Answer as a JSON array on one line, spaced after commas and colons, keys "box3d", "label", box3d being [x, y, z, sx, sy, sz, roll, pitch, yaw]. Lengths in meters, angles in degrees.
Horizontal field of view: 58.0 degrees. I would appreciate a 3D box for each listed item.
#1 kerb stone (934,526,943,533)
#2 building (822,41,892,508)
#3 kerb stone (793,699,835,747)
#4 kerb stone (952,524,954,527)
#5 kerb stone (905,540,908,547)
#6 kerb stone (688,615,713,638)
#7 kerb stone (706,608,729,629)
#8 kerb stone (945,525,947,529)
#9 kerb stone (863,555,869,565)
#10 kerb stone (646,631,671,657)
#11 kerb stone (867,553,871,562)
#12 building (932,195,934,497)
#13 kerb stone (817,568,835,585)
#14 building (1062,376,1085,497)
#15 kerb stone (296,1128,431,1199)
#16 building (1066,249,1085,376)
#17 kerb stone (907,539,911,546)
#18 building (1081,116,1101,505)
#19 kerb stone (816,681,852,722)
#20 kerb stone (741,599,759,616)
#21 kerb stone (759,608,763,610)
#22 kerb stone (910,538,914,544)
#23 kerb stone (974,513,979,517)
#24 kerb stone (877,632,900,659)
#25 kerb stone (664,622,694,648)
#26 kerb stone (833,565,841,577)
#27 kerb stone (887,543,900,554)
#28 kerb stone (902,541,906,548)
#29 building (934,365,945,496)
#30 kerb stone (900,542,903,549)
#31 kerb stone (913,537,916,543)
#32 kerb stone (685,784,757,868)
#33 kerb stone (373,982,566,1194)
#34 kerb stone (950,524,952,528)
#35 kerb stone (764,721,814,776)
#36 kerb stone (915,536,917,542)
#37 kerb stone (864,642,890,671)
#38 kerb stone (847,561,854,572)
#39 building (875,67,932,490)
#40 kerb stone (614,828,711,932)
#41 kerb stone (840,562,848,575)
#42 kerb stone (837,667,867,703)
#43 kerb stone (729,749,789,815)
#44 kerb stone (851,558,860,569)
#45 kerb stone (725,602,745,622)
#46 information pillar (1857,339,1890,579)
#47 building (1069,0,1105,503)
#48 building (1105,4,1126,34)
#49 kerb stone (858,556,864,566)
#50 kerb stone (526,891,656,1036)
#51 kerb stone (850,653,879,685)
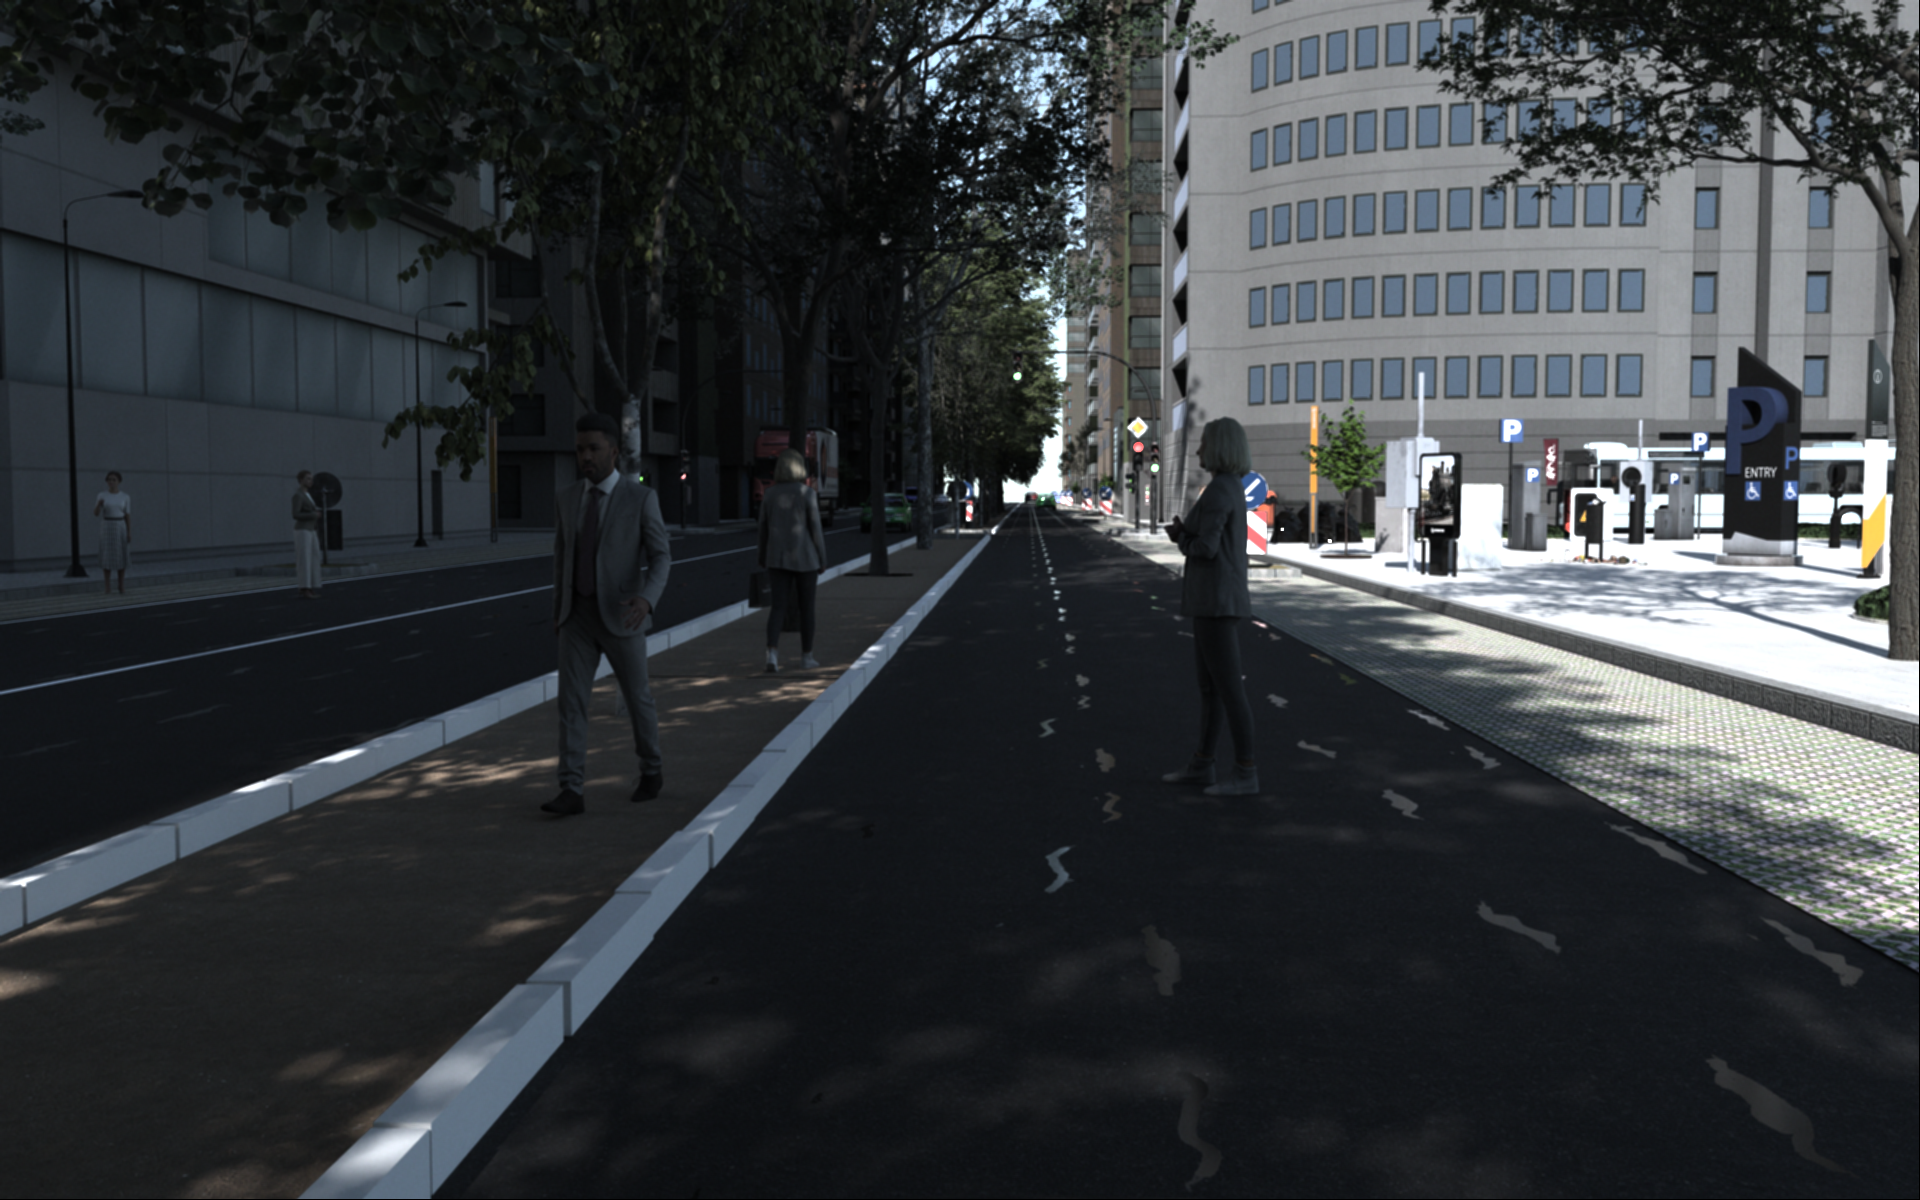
[{"box3d": [-0.817, -2.565, 64.141, 0.120, 0.150, 1.000, 0, 4, 2], "label": "kerb stone"}, {"box3d": [-18.827, -32.249, 181.903, 22.147, 44.769, 28.867, 0, 4, 2], "label": "building"}, {"box3d": [-0.869, 0.734, 10.212, 0.120, 0.150, 1.000, 0, 4, 2], "label": "kerb stone"}, {"box3d": [-0.457, -3.128, 73.343, 0.120, 0.150, 1.000, 0, 4, 2], "label": "kerb stone"}, {"box3d": [-1.538, -1.462, 46.175, 0.120, 0.150, 1.000, 0, 4, 2], "label": "kerb stone"}, {"box3d": [-2.677, 0.287, 17.507, 0.120, 0.150, 1.000, 0, 4, 2], "label": "kerb stone"}, {"box3d": [-2.640, 0.224, 18.530, 0.120, 0.150, 1.000, 0, 4, 2], "label": "kerb stone"}, {"box3d": [-0.701, -2.753, 67.213, 0.120, 0.150, 1.000, 0, 4, 2], "label": "kerb stone"}, {"box3d": [-1.984, -0.773, 34.909, 0.120, 0.150, 1.000, 0, 4, 2], "label": "kerb stone"}, {"box3d": [-2.768, 0.415, 15.459, 0.120, 0.150, 1.000, 0, 4, 2], "label": "kerb stone"}, {"box3d": [-1.951, -0.835, 35.932, 0.120, 0.150, 1.000, 0, 4, 2], "label": "kerb stone"}, {"box3d": [-15.227, -44.242, 265.363, 21.231, 58.520, 28.212, 0, 4, 2], "label": "building"}, {"box3d": [-2.231, -0.399, 28.778, 0.120, 0.150, 1.000, 0, 4, 2], "label": "kerb stone"}, {"box3d": [29.875, -25.879, 268.158, 27.650, 21.520, 28.899, 0, 4, 2], "label": "building"}, {"box3d": [-1.154, 1.175, 3.014, 0.120, 0.150, 1.000, 0, 4, 2], "label": "kerb stone"}, {"box3d": [24.748, -37.064, 289.591, 14.154, 41.232, 14.086, 0, 4, 2], "label": "building"}, {"box3d": [-1.494, -1.528, 47.203, 0.120, 0.150, 1.000, 0, 4, 2], "label": "kerb stone"}, {"box3d": [26.082, -35.356, 197.684, 23.786, 49.044, 30.456, 0, 4, 2], "label": "building"}, {"box3d": [-0.828, 0.671, 11.236, 0.120, 0.150, 1.000, 0, 4, 2], "label": "kerb stone"}, {"box3d": [-2.552, 0.099, 20.584, 0.120, 0.150, 1.000, 0, 4, 2], "label": "kerb stone"}, {"box3d": [-2.512, 0.040, 21.606, 0.120, 0.150, 1.000, 0, 4, 2], "label": "kerb stone"}, {"box3d": [-1.452, -1.592, 48.232, 0.120, 0.150, 1.000, 0, 4, 2], "label": "kerb stone"}, {"box3d": [1.172, -5.631, 114.328, 0.120, 0.150, 1.000, 0, 4, 2], "label": "kerb stone"}, {"box3d": [-0.654, 0.422, 15.332, 0.120, 0.150, 1.000, 0, 4, 2], "label": "kerb stone"}, {"box3d": [-2.718, 0.349, 16.486, 0.120, 0.150, 1.000, 0, 4, 2], "label": "kerb stone"}, {"box3d": [-2.197, -0.461, 29.800, 0.120, 0.150, 1.000, 0, 4, 2], "label": "kerb stone"}, {"box3d": [-1.658, -1.278, 43.096, 0.120, 0.150, 1.000, 0, 4, 2], "label": "kerb stone"}, {"box3d": [-1.566, -1.404, 45.146, 0.120, 0.150, 1.000, 0, 4, 2], "label": "kerb stone"}, {"box3d": [-9.935, -31.565, 287.786, 14.160, 30.474, 14.107, 0, 4, 2], "label": "building"}, {"box3d": [-1.612, -1.341, 44.125, 0.120, 0.150, 1.000, 0, 4, 2], "label": "kerb stone"}, {"box3d": [-1.413, -1.655, 49.255, 0.120, 0.150, 1.000, 0, 4, 2], "label": "kerb stone"}, {"box3d": [-0.983, 0.926, 7.126, 0.120, 0.150, 1.000, 0, 4, 2], "label": "kerb stone"}, {"box3d": [-1.118, 1.111, 4.035, 0.120, 0.150, 1.000, 0, 4, 2], "label": "kerb stone"}, {"box3d": [-0.534, -3.003, 71.300, 0.120, 0.150, 1.000, 0, 4, 2], "label": "kerb stone"}, {"box3d": [-0.912, 0.795, 9.190, 0.120, 0.150, 1.000, 0, 4, 2], "label": "kerb stone"}, {"box3d": [-1.373, -1.717, 50.277, 0.120, 0.150, 1.000, 0, 4, 2], "label": "kerb stone"}, {"box3d": [-0.702, 0.482, 14.310, 0.120, 0.150, 1.000, 0, 4, 2], "label": "kerb stone"}, {"box3d": [-2.104, -0.585, 31.845, 0.120, 0.150, 1.000, 0, 4, 2], "label": "kerb stone"}, {"box3d": [-15.642, -42.515, 237.125, 21.231, 58.520, 28.212, 0, 4, 2], "label": "building"}, {"box3d": [-1.037, 0.985, 6.096, 0.120, 0.150, 1.000, 0, 4, 2], "label": "kerb stone"}, {"box3d": [-2.147, -0.528, 30.823, 0.120, 0.150, 1.000, 0, 4, 2], "label": "kerb stone"}, {"box3d": [-0.784, 0.616, 12.258, 0.120, 0.150, 1.000, 0, 4, 2], "label": "kerb stone"}, {"box3d": [-0.949, 0.864, 8.159, 0.120, 0.150, 1.000, 0, 4, 2], "label": "kerb stone"}, {"box3d": [-2.064, -0.653, 32.866, 0.120, 0.150, 1.000, 0, 4, 2], "label": "kerb stone"}, {"box3d": [-2.603, 0.161, 19.560, 0.120, 0.150, 1.000, 0, 4, 2], "label": "kerb stone"}, {"box3d": [13.918, -2.139, 26.330, 0.504, 3.616, 0.183, -2, 4, -32], "label": "information pillar"}, {"box3d": [25.840, -49.164, 242.074, 20.563, 71.187, 20.611, 0, 4, 2], "label": "building"}, {"box3d": [19.414, -30.393, 147.038, 14.600, 45.320, 14.200, 0, 4, 2], "label": "building"}, {"box3d": [-2.027, -0.715, 33.888, 0.120, 0.150, 1.000, 0, 4, 2], "label": "kerb stone"}, {"box3d": [-1.067, 1.050, 5.075, 0.120, 0.150, 1.000, 0, 4, 2], "label": "kerb stone"}, {"box3d": [-0.741, 0.545, 13.287, 0.120, 0.150, 1.000, 0, 4, 2], "label": "kerb stone"}]
